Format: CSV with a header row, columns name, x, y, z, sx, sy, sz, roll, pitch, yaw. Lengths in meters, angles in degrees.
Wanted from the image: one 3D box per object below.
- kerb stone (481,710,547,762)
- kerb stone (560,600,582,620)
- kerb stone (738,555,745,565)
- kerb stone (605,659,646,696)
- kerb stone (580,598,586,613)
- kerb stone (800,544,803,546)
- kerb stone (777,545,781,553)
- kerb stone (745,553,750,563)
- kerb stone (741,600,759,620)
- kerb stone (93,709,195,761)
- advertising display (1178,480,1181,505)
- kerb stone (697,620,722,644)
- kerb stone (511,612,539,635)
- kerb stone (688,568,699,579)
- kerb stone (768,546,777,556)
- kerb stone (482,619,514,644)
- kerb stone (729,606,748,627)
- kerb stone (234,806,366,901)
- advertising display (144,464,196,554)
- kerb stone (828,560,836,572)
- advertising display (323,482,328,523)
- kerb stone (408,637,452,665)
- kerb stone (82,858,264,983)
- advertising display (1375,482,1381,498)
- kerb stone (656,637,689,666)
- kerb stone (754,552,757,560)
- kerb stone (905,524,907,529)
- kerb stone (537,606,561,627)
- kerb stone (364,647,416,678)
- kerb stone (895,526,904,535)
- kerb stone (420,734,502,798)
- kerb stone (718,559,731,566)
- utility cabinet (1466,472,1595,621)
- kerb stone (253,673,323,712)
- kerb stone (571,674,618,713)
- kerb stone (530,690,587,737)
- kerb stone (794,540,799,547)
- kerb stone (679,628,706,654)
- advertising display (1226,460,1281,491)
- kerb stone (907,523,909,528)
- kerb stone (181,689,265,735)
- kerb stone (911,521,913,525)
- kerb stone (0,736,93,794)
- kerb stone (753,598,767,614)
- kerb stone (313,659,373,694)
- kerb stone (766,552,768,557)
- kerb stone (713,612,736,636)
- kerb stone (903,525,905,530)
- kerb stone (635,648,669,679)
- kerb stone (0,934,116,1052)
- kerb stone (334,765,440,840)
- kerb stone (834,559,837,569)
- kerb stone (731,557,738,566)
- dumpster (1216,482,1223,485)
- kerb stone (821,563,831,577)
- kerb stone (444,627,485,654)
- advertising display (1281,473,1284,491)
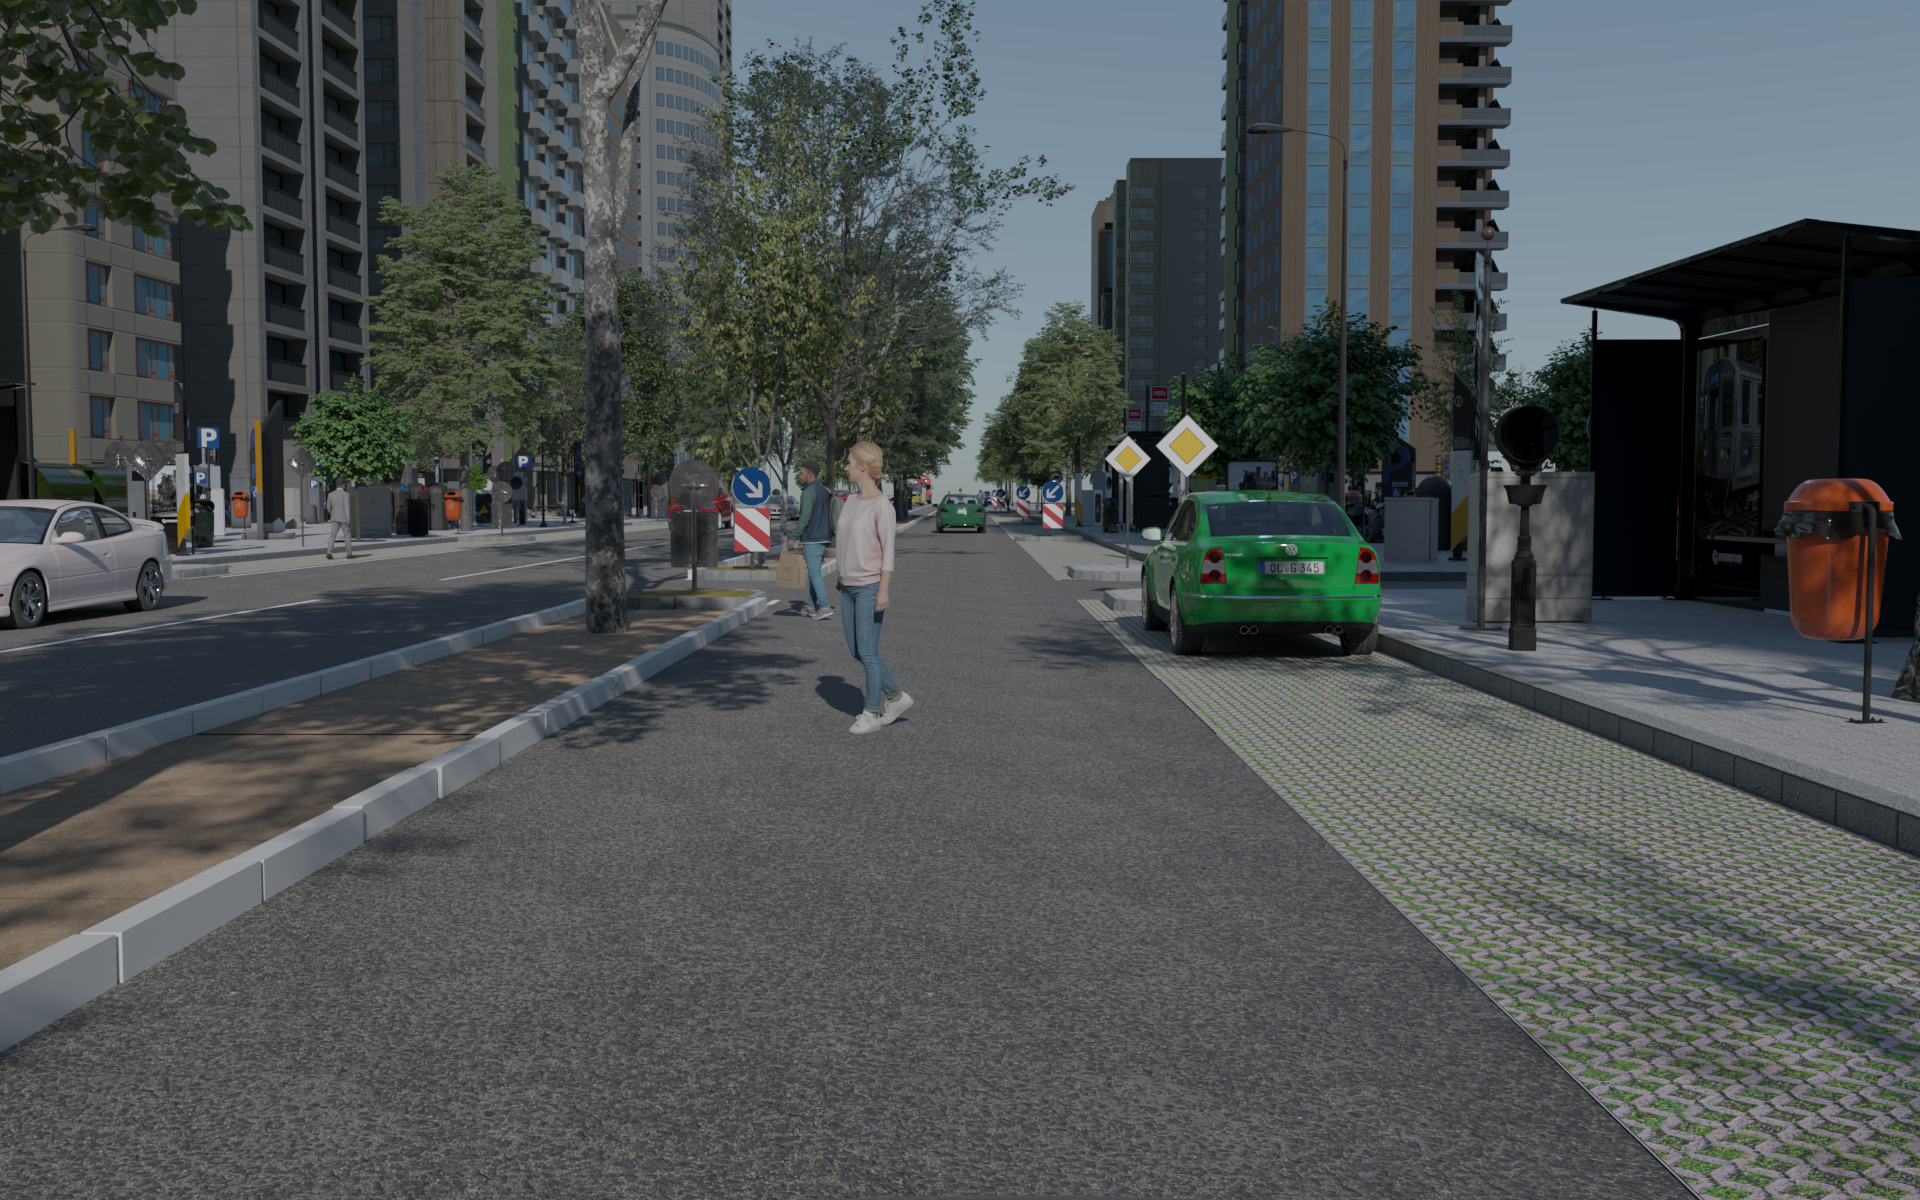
name,x,y,z,sx,sy,sz,roll,pitch,yaw
kerb stone,-2.507,0.766,9.686,0.120,0.150,1.000,0,4,0
kerb stone,-4.556,0.139,19.969,0.120,0.150,1.000,0,4,0
kerb stone,-4.506,-0.771,34.858,0.120,0.150,1.000,0,4,0
kerb stone,-2.482,0.579,12.755,0.120,0.150,1.000,0,4,0
kerb stone,-4.559,0.074,20.991,0.120,0.150,1.000,0,4,0
kerb stone,-4.459,-1.589,48.176,0.120,0.150,1.000,0,4,0
kerb stone,-4.479,-1.212,42.014,0.120,0.150,1.000,0,4,0
kerb stone,-4.499,-0.835,35.882,0.120,0.150,1.000,0,4,0
kerb stone,-2.462,0.140,19.949,0.120,0.150,1.000,0,4,0
kerb stone,-4.602,0.762,9.735,0.120,0.150,1.000,0,4,0
advertising display,9.956,-4.477,78.406,0.123,1.923,0.974,0,4,4
kerb stone,-2.474,0.330,16.868,0.120,0.150,1.000,0,4,0
kerb stone,-4.571,0.261,17.923,0.120,0.150,1.000,0,4,0
kerb stone,-4.529,-0.460,29.727,0.120,0.150,1.000,0,4,0
kerb stone,-4.497,-1.150,40.992,0.120,0.150,1.000,0,4,0
kerb stone,-4.569,0.324,16.901,0.120,0.150,1.000,0,4,0
kerb stone,-2.466,0.201,18.916,0.120,0.150,1.000,0,4,0
kerb stone,-2.509,0.959,6.600,0.120,0.150,1.000,0,4,0
advertising display,-16.770,-1.930,36.772,0.974,1.923,0.123,-2,4,-25
kerb stone,-2.418,-0.587,31.794,0.120,0.150,1.000,0,4,0
advertising display,-28.710,-4.463,78.188,0.123,1.923,0.974,-3,4,-36
kerb stone,-4.585,0.451,14.846,0.120,0.150,1.000,0,4,0
kerb stone,-2.511,1.017,5.572,0.120,0.150,1.000,0,4,0
advertising display,22.767,-5.366,92.950,0.974,1.923,0.123,0,4,3
kerb stone,-2.481,0.452,14.804,0.120,0.150,1.000,0,4,0
kerb stone,-4.497,-0.900,36.904,0.120,0.150,1.000,0,4,0
kerb stone,-2.279,-2.844,68.696,0.120,0.150,1.000,0,4,0
kerb stone,-4.568,0.204,18.946,0.120,0.150,1.000,0,4,0
kerb stone,-4.586,0.512,13.824,0.120,0.150,1.000,0,4,0
kerb stone,-2.298,-2.649,65.606,0.120,0.150,1.000,0,4,0
kerb stone,-2.499,0.829,8.659,0.120,0.150,1.000,0,4,0
kerb stone,-4.519,-0.647,32.813,0.120,0.150,1.000,0,4,0
utility cabinet,5.695,-0.528,17.320,1.173,1.500,0.318,0,4,-4
kerb stone,-4.600,0.637,11.780,0.120,0.150,1.000,0,4,0
kerb stone,-2.498,0.644,11.733,0.120,0.150,1.000,0,4,0
kerb stone,-2.495,0.702,10.711,0.120,0.150,1.000,0,4,0
kerb stone,-4.470,-1.463,46.116,0.120,0.150,1.000,0,4,0
kerb stone,-2.478,0.392,15.833,0.120,0.150,1.000,0,4,0
advertising display,5.487,-1.673,32.567,0.974,1.923,0.123,1,4,13
kerb stone,-2.281,-2.966,70.751,0.120,0.150,1.000,0,4,0
kerb stone,-4.599,0.700,10.757,0.120,0.150,1.000,0,4,0
kerb stone,-2.255,-3.283,75.876,0.120,0.150,1.000,0,4,0
kerb stone,-4.605,0.825,8.704,0.120,0.150,1.000,0,4,0
kerb stone,-2.460,0.075,20.986,0.120,0.150,1.000,0,4,0
kerb stone,-4.592,0.576,12.802,0.120,0.150,1.000,0,4,0
kerb stone,-4.499,-1.023,38.948,0.120,0.150,1.000,0,4,0
kerb stone,-2.463,0.263,17.894,0.120,0.150,1.000,0,4,0
kerb stone,-2.289,-2.716,66.640,0.120,0.150,1.000,0,4,0
kerb stone,-2.485,0.519,13.782,0.120,0.150,1.000,0,4,0
kerb stone,-2.521,1.079,4.549,0.120,0.150,1.000,0,4,0
kerb stone,-2.517,0.891,7.626,0.120,0.150,1.000,0,4,0
kerb stone,-2.411,-0.649,32.820,0.120,0.150,1.000,0,4,0
kerb stone,-4.516,-0.712,33.836,0.120,0.150,1.000,0,4,0
dumpster,7.733,-2.724,47.038,1.502,2.255,1.985,0,4,0
kerb stone,-2.428,-0.525,30.772,0.120,0.150,1.000,0,4,0
kerb stone,-4.582,0.387,15.875,0.120,0.150,1.000,0,4,0
advertising display,9.680,-2.940,53.280,0.123,1.923,0.974,3,4,39
